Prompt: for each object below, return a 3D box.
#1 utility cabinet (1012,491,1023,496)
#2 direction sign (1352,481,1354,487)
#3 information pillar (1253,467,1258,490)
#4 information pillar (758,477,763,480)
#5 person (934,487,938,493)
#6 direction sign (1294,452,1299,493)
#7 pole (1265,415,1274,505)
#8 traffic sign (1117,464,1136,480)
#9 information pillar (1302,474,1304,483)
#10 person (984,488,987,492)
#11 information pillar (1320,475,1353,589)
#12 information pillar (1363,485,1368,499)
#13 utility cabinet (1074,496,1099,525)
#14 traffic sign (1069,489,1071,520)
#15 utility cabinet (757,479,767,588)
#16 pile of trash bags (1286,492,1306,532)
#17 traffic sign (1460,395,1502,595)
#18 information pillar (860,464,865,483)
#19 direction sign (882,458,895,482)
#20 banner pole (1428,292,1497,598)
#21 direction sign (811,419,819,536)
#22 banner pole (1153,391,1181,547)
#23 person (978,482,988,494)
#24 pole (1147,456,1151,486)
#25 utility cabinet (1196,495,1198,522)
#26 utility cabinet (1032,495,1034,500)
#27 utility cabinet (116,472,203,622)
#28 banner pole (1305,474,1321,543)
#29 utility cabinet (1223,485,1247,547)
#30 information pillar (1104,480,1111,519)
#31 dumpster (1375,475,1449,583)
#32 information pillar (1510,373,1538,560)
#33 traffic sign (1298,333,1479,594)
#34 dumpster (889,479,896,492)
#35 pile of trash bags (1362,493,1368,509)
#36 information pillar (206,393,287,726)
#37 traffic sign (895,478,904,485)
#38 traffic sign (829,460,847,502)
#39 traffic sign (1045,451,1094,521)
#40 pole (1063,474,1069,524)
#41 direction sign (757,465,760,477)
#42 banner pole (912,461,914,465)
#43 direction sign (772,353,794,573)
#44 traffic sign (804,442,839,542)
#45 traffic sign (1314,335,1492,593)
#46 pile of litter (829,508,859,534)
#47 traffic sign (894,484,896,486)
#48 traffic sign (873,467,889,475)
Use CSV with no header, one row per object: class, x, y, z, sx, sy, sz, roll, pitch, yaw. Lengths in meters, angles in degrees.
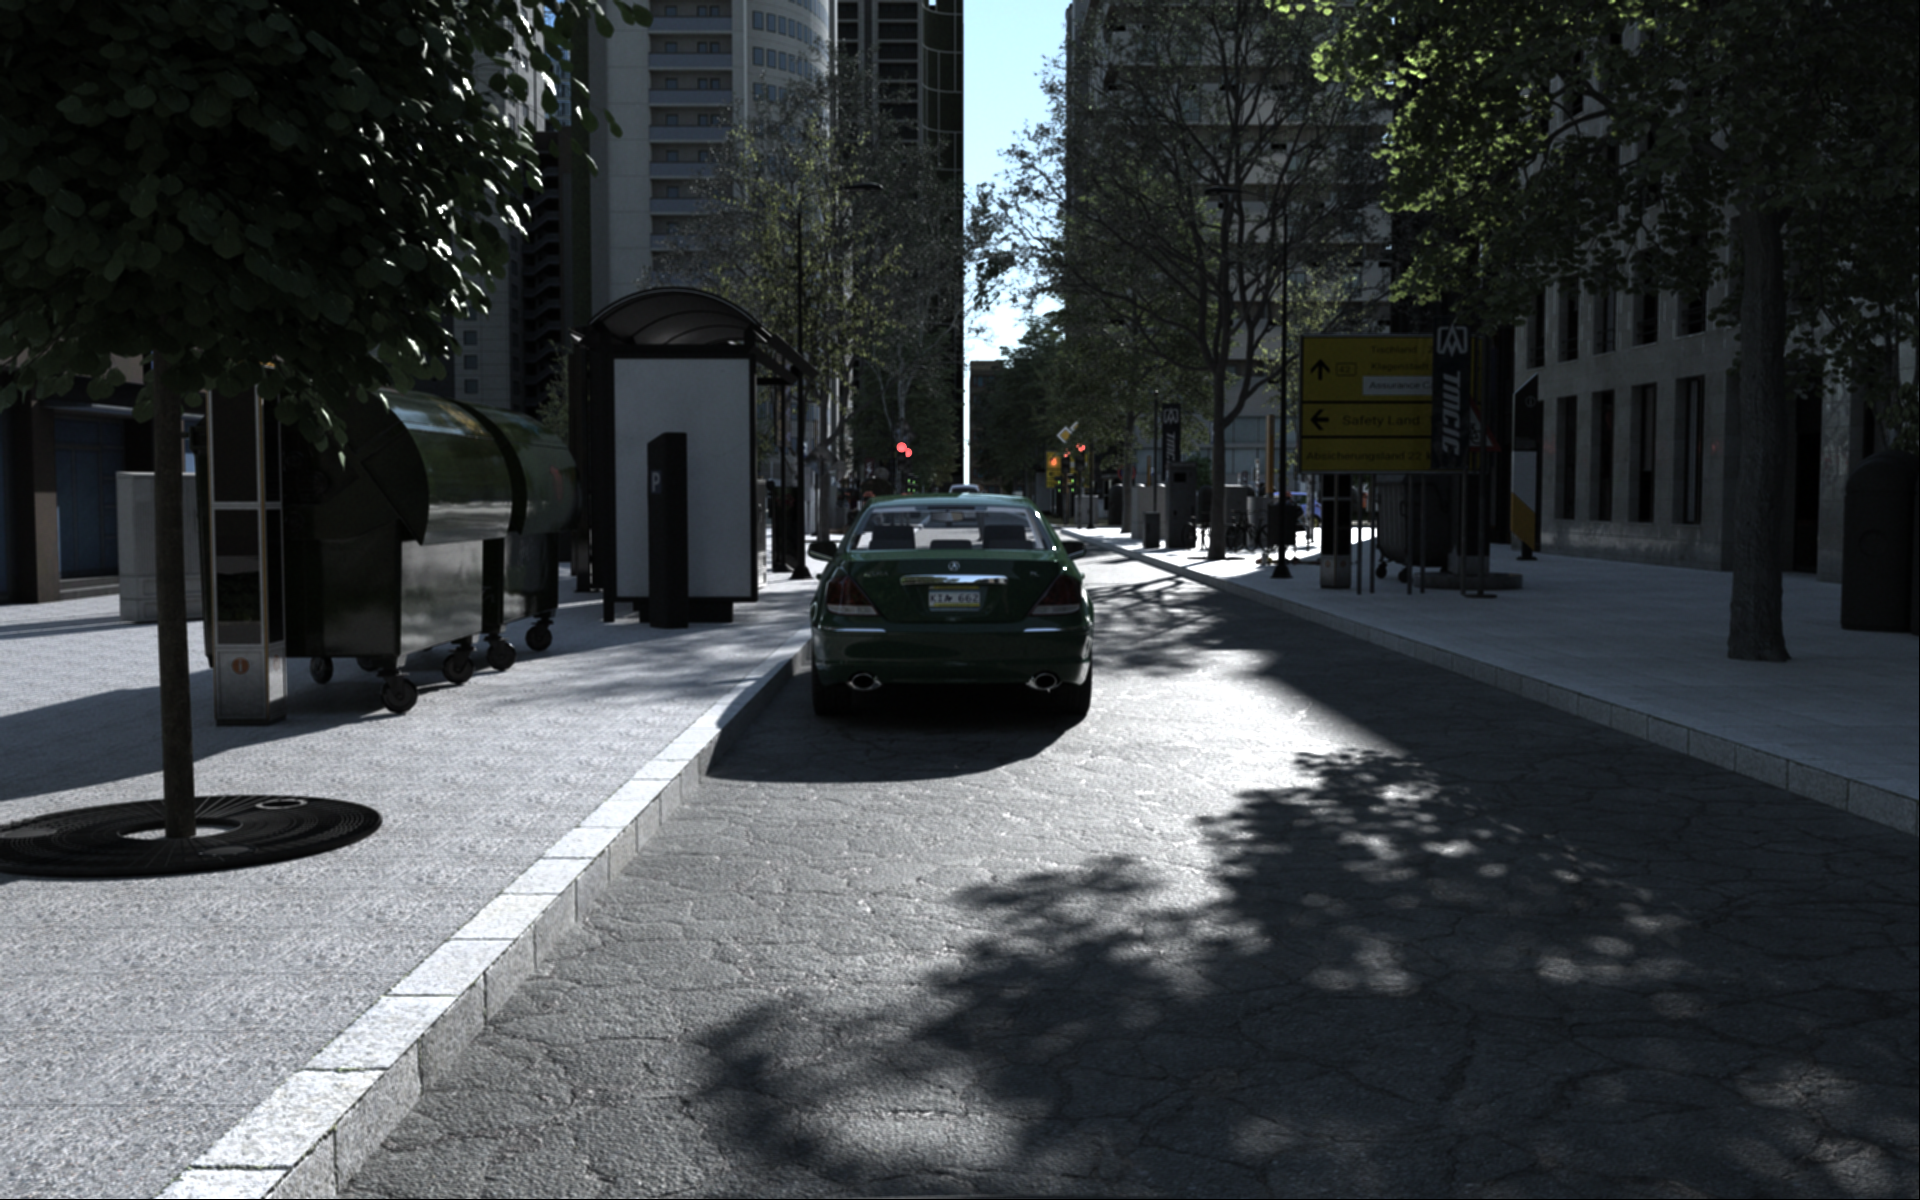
utility cabinet,4.780,-8.296,144.316,0.318,1.500,1.173,2,4,34
direction sign,30.256,-8.643,133.304,0.379,3.537,0.876,-1,4,-19
information pillar,23.270,-8.855,136.133,0.504,3.616,0.183,-2,4,-35
information pillar,-8.412,-4.164,72.576,0.304,2.012,0.304,0,4,5
person,-1.110,-4.715,86.081,0.782,1.767,0.515,-1,4,-9
direction sign,18.066,-6.184,93.113,0.379,3.537,0.876,2,4,25
pole,7.990,-3.110,44.695,0.158,3.312,0.155,0,3,0
traffic sign,6.858,-4.359,71.375,0.768,2.556,0.104,0,4,3
information pillar,26.864,-8.825,135.636,0.183,3.616,0.504,0,4,-4
person,1.732,-6.307,111.811,0.583,1.804,0.606,0,4,7
information pillar,5.110,-1.163,23.507,0.304,2.012,0.304,-2,4,-31
information pillar,30.399,-8.484,130.069,0.504,3.616,0.183,0,4,-5
utility cabinet,5.291,-3.756,72.578,1.020,1.237,0.306,2,4,35
traffic sign,5.529,-5.323,87.039,0.884,2.594,0.081,0,4,6
utility cabinet,-2.843,-0.894,23.293,0.318,1.500,1.173,0,4,4
pile of trash bags,11.275,-3.114,60.660,1.912,1.369,3.447,1,4,15
traffic sign,6.380,-1.339,21.893,0.884,2.594,0.081,0,4,2
information pillar,-6.826,-8.028,122.615,0.504,3.616,0.183,2,4,29
direction sign,-4.552,-7.226,110.148,0.876,3.537,0.379,1,4,17
banner pole,6.246,-1.923,21.466,0.863,3.779,0.401,1,4,9
direction sign,-4.373,-3.717,52.767,0.379,3.537,0.876,0,4,2
banner pole,4.969,-3.185,42.093,0.863,3.779,0.401,2,4,23
person,0.579,-2.684,52.664,0.520,1.790,0.573,3,4,37
pole,10.143,-6.066,93.029,0.158,3.312,0.155,0,3,0
utility cabinet,10.588,-4.135,78.769,0.306,1.237,1.020,-1,4,-10
utility cabinet,6.512,-8.147,144.365,1.020,1.237,0.306,-2,4,-31
utility cabinet,-7.892,-0.543,17.556,0.318,1.500,1.173,2,4,32
banner pole,9.468,-3.381,45.293,0.863,3.779,0.401,0,4,-4
utility cabinet,6.598,-2.039,42.015,0.318,1.500,1.173,2,4,33
information pillar,7.522,-5.132,88.395,0.304,2.012,0.304,2,4,25
dumpster,6.923,-1.215,25.616,1.264,1.857,1.865,0,4,0
information pillar,10.936,-2.580,33.539,0.504,3.616,0.183,-1,4,-8
traffic sign,5.425,-1.722,22.033,2.265,3.308,0.079,0,4,0
dumpster,-4.800,-6.838,114.297,1.502,2.255,1.985,0,4,0
pile of trash bags,22.597,-5.722,103.302,3.447,1.369,1.912,0,4,5
information pillar,-3.972,-0.316,9.651,0.304,2.012,0.304,0,4,-2
traffic sign,-4.330,-7.554,123.609,0.768,2.556,0.104,0,4,6
traffic sign,-4.526,-3.862,63.251,0.768,2.556,0.104,0,4,5
traffic sign,5.139,-5.339,81.166,2.265,3.308,0.079,0,4,2
pole,4.507,-4.876,73.562,0.158,3.312,0.155,0,3,0
direction sign,-13.522,-7.552,115.470,0.379,3.537,0.876,1,4,20
banner pole,-3.488,-8.466,128.432,0.401,3.779,0.863,1,4,17
direction sign,-2.900,-2.226,28.393,0.379,3.537,0.876,1,4,10
traffic sign,-3.092,-2.283,38.516,0.795,2.450,0.064,0,4,5
traffic sign,5.668,-1.741,22.343,2.265,3.308,0.079,0,4,3
pile of litter,-3.640,-2.541,55.514,1.176,0.858,1.719,0,4,-7
traffic sign,-4.672,-8.044,131.631,0.768,2.556,0.104,0,4,3
traffic sign,-3.702,-4.969,81.354,0.768,2.556,0.104,0,4,6
